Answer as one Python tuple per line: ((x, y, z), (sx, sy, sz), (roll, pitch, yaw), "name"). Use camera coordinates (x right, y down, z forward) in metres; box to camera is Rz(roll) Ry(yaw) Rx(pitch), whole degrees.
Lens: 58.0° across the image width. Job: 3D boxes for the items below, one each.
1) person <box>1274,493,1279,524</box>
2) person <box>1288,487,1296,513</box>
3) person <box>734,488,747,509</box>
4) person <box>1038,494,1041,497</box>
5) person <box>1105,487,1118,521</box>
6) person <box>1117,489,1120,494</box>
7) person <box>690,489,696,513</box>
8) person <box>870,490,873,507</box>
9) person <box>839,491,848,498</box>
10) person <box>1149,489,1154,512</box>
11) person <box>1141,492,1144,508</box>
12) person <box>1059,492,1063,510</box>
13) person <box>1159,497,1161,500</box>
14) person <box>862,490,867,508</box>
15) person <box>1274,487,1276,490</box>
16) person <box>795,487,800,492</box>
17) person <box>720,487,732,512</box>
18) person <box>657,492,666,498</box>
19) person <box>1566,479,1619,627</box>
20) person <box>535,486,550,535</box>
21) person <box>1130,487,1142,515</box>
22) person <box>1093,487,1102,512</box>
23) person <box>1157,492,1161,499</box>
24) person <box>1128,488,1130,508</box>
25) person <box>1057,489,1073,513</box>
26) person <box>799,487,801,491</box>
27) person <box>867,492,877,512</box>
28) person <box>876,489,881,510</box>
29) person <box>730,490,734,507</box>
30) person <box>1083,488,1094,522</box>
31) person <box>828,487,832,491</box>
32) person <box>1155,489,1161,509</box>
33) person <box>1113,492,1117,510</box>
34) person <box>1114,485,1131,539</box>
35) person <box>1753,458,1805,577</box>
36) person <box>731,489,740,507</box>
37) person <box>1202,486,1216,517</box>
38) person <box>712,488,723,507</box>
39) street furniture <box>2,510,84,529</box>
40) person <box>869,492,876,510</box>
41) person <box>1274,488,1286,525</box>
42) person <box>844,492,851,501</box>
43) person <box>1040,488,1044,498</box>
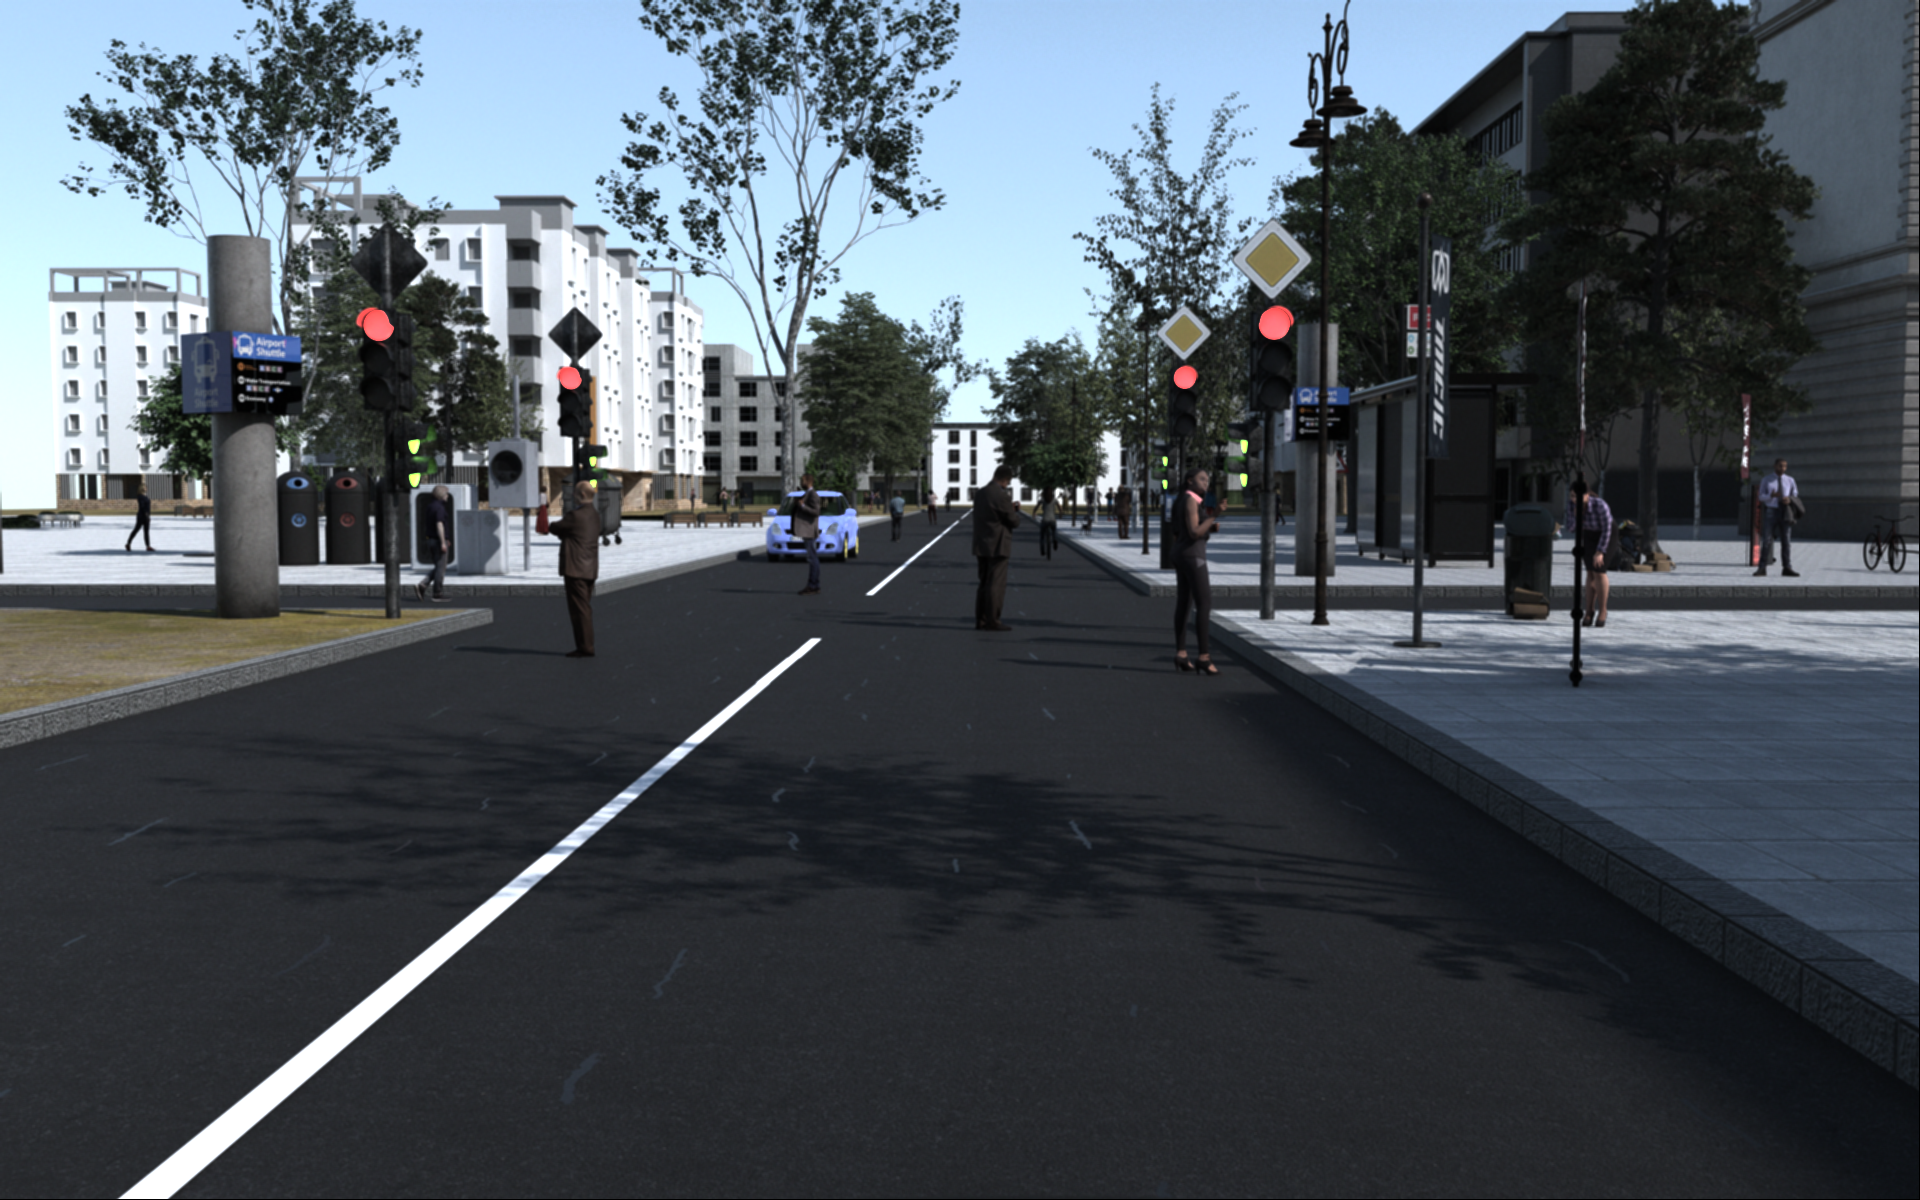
((13.381, -4.005, 73.990), (0.523, 1.526, 0.387), (-2, 4, -29), "person")
((22.898, -6.843, 118.639), (0.721, 1.743, 1.217), (-2, 4, -33), "person")
((-18.194, -8.446, 144.143), (1.348, 1.822, 0.705), (-3, 5, -44), "person")
((7.613, -9.220, 156.728), (1.348, 1.831, 0.705), (-1, 4, -20), "person")
((7.226, -4.561, 82.487), (0.662, 1.594, 0.647), (-2, 4, -28), "person")
((14.097, -9.084, 155.020), (0.568, 1.767, 0.683), (2, 4, 26), "person")
((-17.313, -6.424, 112.543), (0.415, 1.643, 0.593), (-2, 4, -33), "person")
((-8.902, -10.187, 173.535), (0.436, 1.711, 0.756), (2, 4, 23), "person")
((-8.227, -6.928, 119.418), (1.348, 1.812, 0.705), (2, 4, 29), "person")
((13.479, -6.978, 121.609), (0.415, 1.643, 0.593), (0, 4, -5), "person")
((16.448, -8.927, 155.259), (1.065, 1.426, 0.557), (-3, 4, -39), "person")
((8.300, -7.950, 139.220), (0.799, 1.438, 0.628), (0, 4, 6), "person")
((13.247, -6.310, 109.239), (1.348, 1.821, 0.705), (0, 4, 8), "person")
((-8.612, -9.094, 156.196), (0.593, 1.643, 0.415), (1, 4, 14), "person")
((22.831, -7.332, 125.859), (0.705, 1.831, 1.348), (1, 4, 15), "person")
((-9.289, -5.655, 99.416), (0.541, 1.710, 0.530), (-1, 4, -11), "person")
((-15.142, -6.434, 111.946), (0.721, 1.736, 1.217), (2, 4, 29), "person")
((-28.666, -9.809, 166.435), (0.705, 1.821, 1.348), (2, 4, 35), "person")
((6.067, -0.451, 16.645), (0.697, 1.427, 0.421), (-3, 5, -44), "person")
((-13.055, -2.793, 54.169), (0.387, 1.526, 0.523), (1, 4, 13), "person")
((11.075, -6.143, 107.397), (0.541, 1.710, 0.530), (-3, 5, -43), "person")
((9.738, -7.058, 121.885), (0.683, 1.767, 0.568), (-3, 5, -41), "person")
((13.255, -6.462, 112.386), (0.721, 1.739, 1.217), (-3, 5, -40), "person")
((12.406, -7.293, 126.203), (0.541, 1.710, 0.530), (3, 5, 40), "person")
((7.024, -6.660, 115.657), (1.217, 1.736, 0.721), (-1, 4, -15), "person")
((-10.800, -6.657, 115.593), (0.721, 1.736, 1.217), (3, 4, 37), "person")
((-6.138, -6.809, 120.595), (0.697, 1.427, 0.421), (1, 4, 14), "person")
((-6.642, -8.322, 142.824), (0.721, 1.735, 1.217), (0, 4, 5), "person")
((-23.290, -10.416, 177.011), (0.551, 1.740, 0.621), (1, 4, 20), "person")
((5.985, -4.400, 80.187), (0.569, 1.553, 0.471), (-3, 4, -37), "person")
((-8.590, -6.638, 114.703), (1.348, 1.807, 0.705), (1, 4, 15), "person")
((17.307, -8.845, 151.384), (0.721, 1.736, 1.217), (-1, 4, -19), "person")
((12.554, -8.054, 140.951), (0.599, 1.433, 0.991), (-1, 4, -13), "person")
((4.599, -2.498, 49.149), (0.482, 1.546, 0.388), (1, 4, 22), "person")
((12.701, -1.279, 26.820), (0.709, 1.838, 0.599), (0, 4, 7), "person")
((-21.849, -9.939, 169.266), (1.217, 1.735, 0.721), (-2, 4, -31), "person")
((10.264, -3.892, 71.375), (0.593, 1.614, 0.444), (0, 4, 5), "person")
((-24.610, -10.438, 176.342), (1.348, 1.869, 0.705), (2, 4, 25), "person")
((-38.431, -3.085, 66.066), (10.072, 0.657, 5.734), (2, 4, 25), "street furniture")
((-7.249, -8.078, 141.384), (0.557, 1.426, 1.065), (3, 5, 40), "person")
((13.065, -3.826, 71.145), (0.613, 1.512, 0.480), (-2, 4, -27), "person")
((-9.894, -8.778, 149.701), (1.348, 1.807, 0.705), (-2, 4, -26), "person")
((6.784, -8.176, 139.722), (0.705, 1.823, 1.348), (-2, 4, -25), "person")
